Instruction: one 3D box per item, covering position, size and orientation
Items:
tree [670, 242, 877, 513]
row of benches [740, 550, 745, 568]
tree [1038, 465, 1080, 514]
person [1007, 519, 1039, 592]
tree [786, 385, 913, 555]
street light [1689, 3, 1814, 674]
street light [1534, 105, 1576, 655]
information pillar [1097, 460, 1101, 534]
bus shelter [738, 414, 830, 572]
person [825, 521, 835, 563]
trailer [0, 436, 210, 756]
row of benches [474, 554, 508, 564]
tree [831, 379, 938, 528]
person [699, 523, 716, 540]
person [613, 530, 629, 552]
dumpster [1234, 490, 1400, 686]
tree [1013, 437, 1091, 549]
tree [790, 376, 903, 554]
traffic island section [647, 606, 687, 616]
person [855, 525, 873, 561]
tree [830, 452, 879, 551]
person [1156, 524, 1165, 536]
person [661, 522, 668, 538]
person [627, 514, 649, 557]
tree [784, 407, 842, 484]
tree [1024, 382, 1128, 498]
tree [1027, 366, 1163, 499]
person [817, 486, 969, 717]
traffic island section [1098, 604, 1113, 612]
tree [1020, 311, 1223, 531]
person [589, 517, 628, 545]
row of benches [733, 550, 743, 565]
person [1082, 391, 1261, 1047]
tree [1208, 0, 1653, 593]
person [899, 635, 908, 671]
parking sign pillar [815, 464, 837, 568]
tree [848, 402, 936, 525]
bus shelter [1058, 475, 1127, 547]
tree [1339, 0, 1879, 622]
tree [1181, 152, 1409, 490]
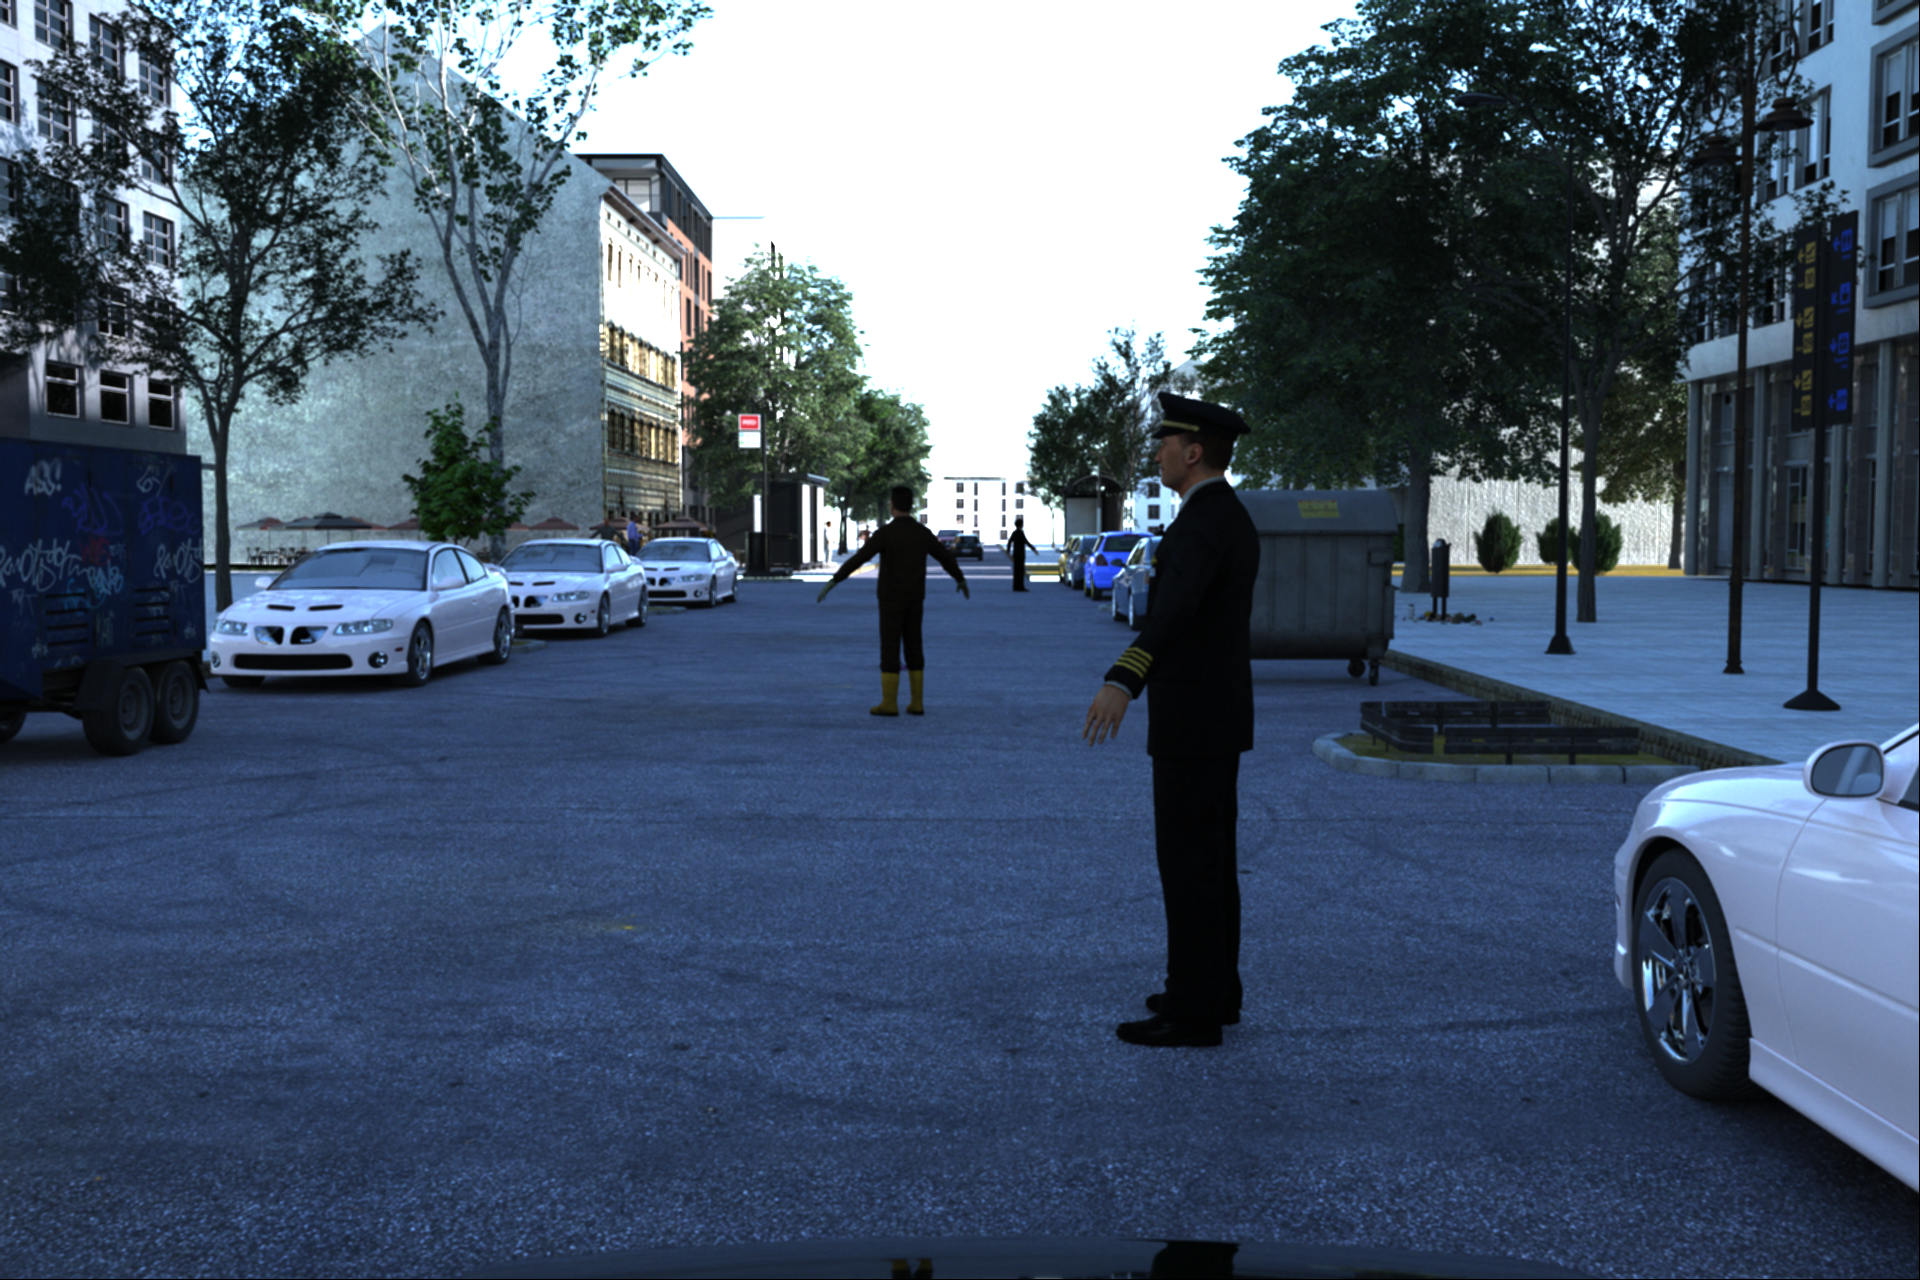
[{"bbox_3d":[-8.154,-10.448,77.482,9.857,13.997,8.962,0,3,0],"label":"tree"},{"bbox_3d":[-8.170,-3.138,66.768,1.422,0.672,4.104,0,4,-7],"label":"row of benches"},{"bbox_3d":[8.826,-11.475,137.978,4.360,8.622,3.978,0,3,0],"label":"tree"},{"bbox_3d":[1.505,-2.118,43.278,0.705,1.806,1.347,-2,4,-31],"label":"person"},{"bbox_3d":[-7.208,-10.364,103.869,8.767,10.594,7.601,-1,4,-9],"label":"tree"},{"bbox_3d":[7.133,-2.630,15.788,0.468,5.910,1.993,0,4,1],"label":"street light"},{"bbox_3d":[6.990,-2.806,18.413,1.470,5.913,1.316,0,4,0],"label":"street light"},{"bbox_3d":[4.424,-3.904,55.191,0.183,3.616,0.504,0,4,2],"label":"information pillar"},{"bbox_3d":[-6.168,-5.066,60.453,2.179,5.291,8.768,0,4,3],"label":"bus shelter"},{"bbox_3d":[-5.111,-3.778,67.950,0.705,1.806,1.347,0,4,6],"label":"person"},{"bbox_3d":[-6.060,-0.229,10.789,1.471,1.999,3.904,0,4,1],"label":"trailer"},{"bbox_3d":[-15.246,-2.382,54.405,4.104,0.672,1.422,0,4,3],"label":"row of benches"},{"bbox_3d":[-6.678,-14.478,143.371,9.857,13.997,8.962,0,3,0],"label":"tree"},{"bbox_3d":[-13.205,-5.194,90.683,0.705,1.858,1.354,3,4,37],"label":"person"},{"bbox_3d":[-13.929,-4.031,72.031,1.348,1.813,0.705,-3,5,-42],"label":"person"},{"bbox_3d":[3.211,-0.525,16.804,1.865,1.857,1.264,0,4,0],"label":"dumpster"},{"bbox_3d":[8.416,-13.345,152.600,8.767,10.594,7.601,2,4,27],"label":"tree"},{"bbox_3d":[-7.587,-11.439,112.786,9.928,11.665,9.643,0,3,0],"label":"tree"},{"bbox_3d":[-6.030,-0.520,31.367,1.991,0.108,1.994,0,4,2],"label":"traffic island section"},{"bbox_3d":[-4.379,-4.607,82.128,1.217,1.733,0.721,-1,4,-10],"label":"person"},{"bbox_3d":[-7.177,-10.551,122.875,4.360,8.622,3.978,0,3,0],"label":"tree"},{"bbox_3d":[9.037,-4.289,76.852,0.721,1.740,1.216,-2,4,-25],"label":"person"},{"bbox_3d":[-12.290,-4.015,71.863,0.704,1.802,1.346,0,4,-1],"label":"person"},{"bbox_3d":[-9.050,-2.616,48.684,0.599,1.838,0.709,-1,4,-21],"label":"person"},{"bbox_3d":[-8.095,-8.581,90.661,4.360,8.622,3.978,0,3,0],"label":"tree"},{"bbox_3d":[8.187,-11.791,118.538,9.928,11.665,9.643,0,3,0],"label":"tree"},{"bbox_3d":[7.769,-9.914,96.507,8.767,10.594,7.601,-2,4,-24],"label":"tree"},{"bbox_3d":[-0.478,-0.313,13.705,1.346,1.812,0.704,-2,4,-30],"label":"person"},{"bbox_3d":[3.627,-0.596,32.618,1.991,0.108,1.994,0,4,1],"label":"traffic island section"},{"bbox_3d":[6.737,-8.505,73.462,8.767,10.594,7.601,0,4,-3],"label":"tree"},{"bbox_3d":[-10.824,-2.865,53.113,1.348,1.796,0.705,-1,4,-10],"label":"person"},{"bbox_3d":[-7.505,-3.434,71.604,4.104,0.672,1.422,2,4,27],"label":"row of benches"},{"bbox_3d":[0.655,0.210,4.965,0.705,1.837,1.347,1,4,21],"label":"person"},{"bbox_3d":[10.119,-8.020,37.779,9.857,13.997,8.962,0,3,0],"label":"tree"},{"bbox_3d":[-0.596,-0.401,18.288,0.599,1.433,0.991,0,4,-3],"label":"person"},{"bbox_3d":[-5.424,-4.751,66.157,1.447,3.967,1.447,0,4,0],"label":"parking sign pillar"},{"bbox_3d":[-6.992,-15.334,157.364,9.857,13.997,8.962,0,3,0],"label":"tree"},{"bbox_3d":[4.654,-4.146,61.711,2.014,3.302,5.546,0,4,0],"label":"bus shelter"},{"bbox_3d":[8.835,-5.526,24.760,7.601,10.594,8.767,-2,4,-34],"label":"tree"},{"bbox_3d":[10.259,-8.159,51.526,7.486,12.596,7.792,0,3,0],"label":"tree"}]
